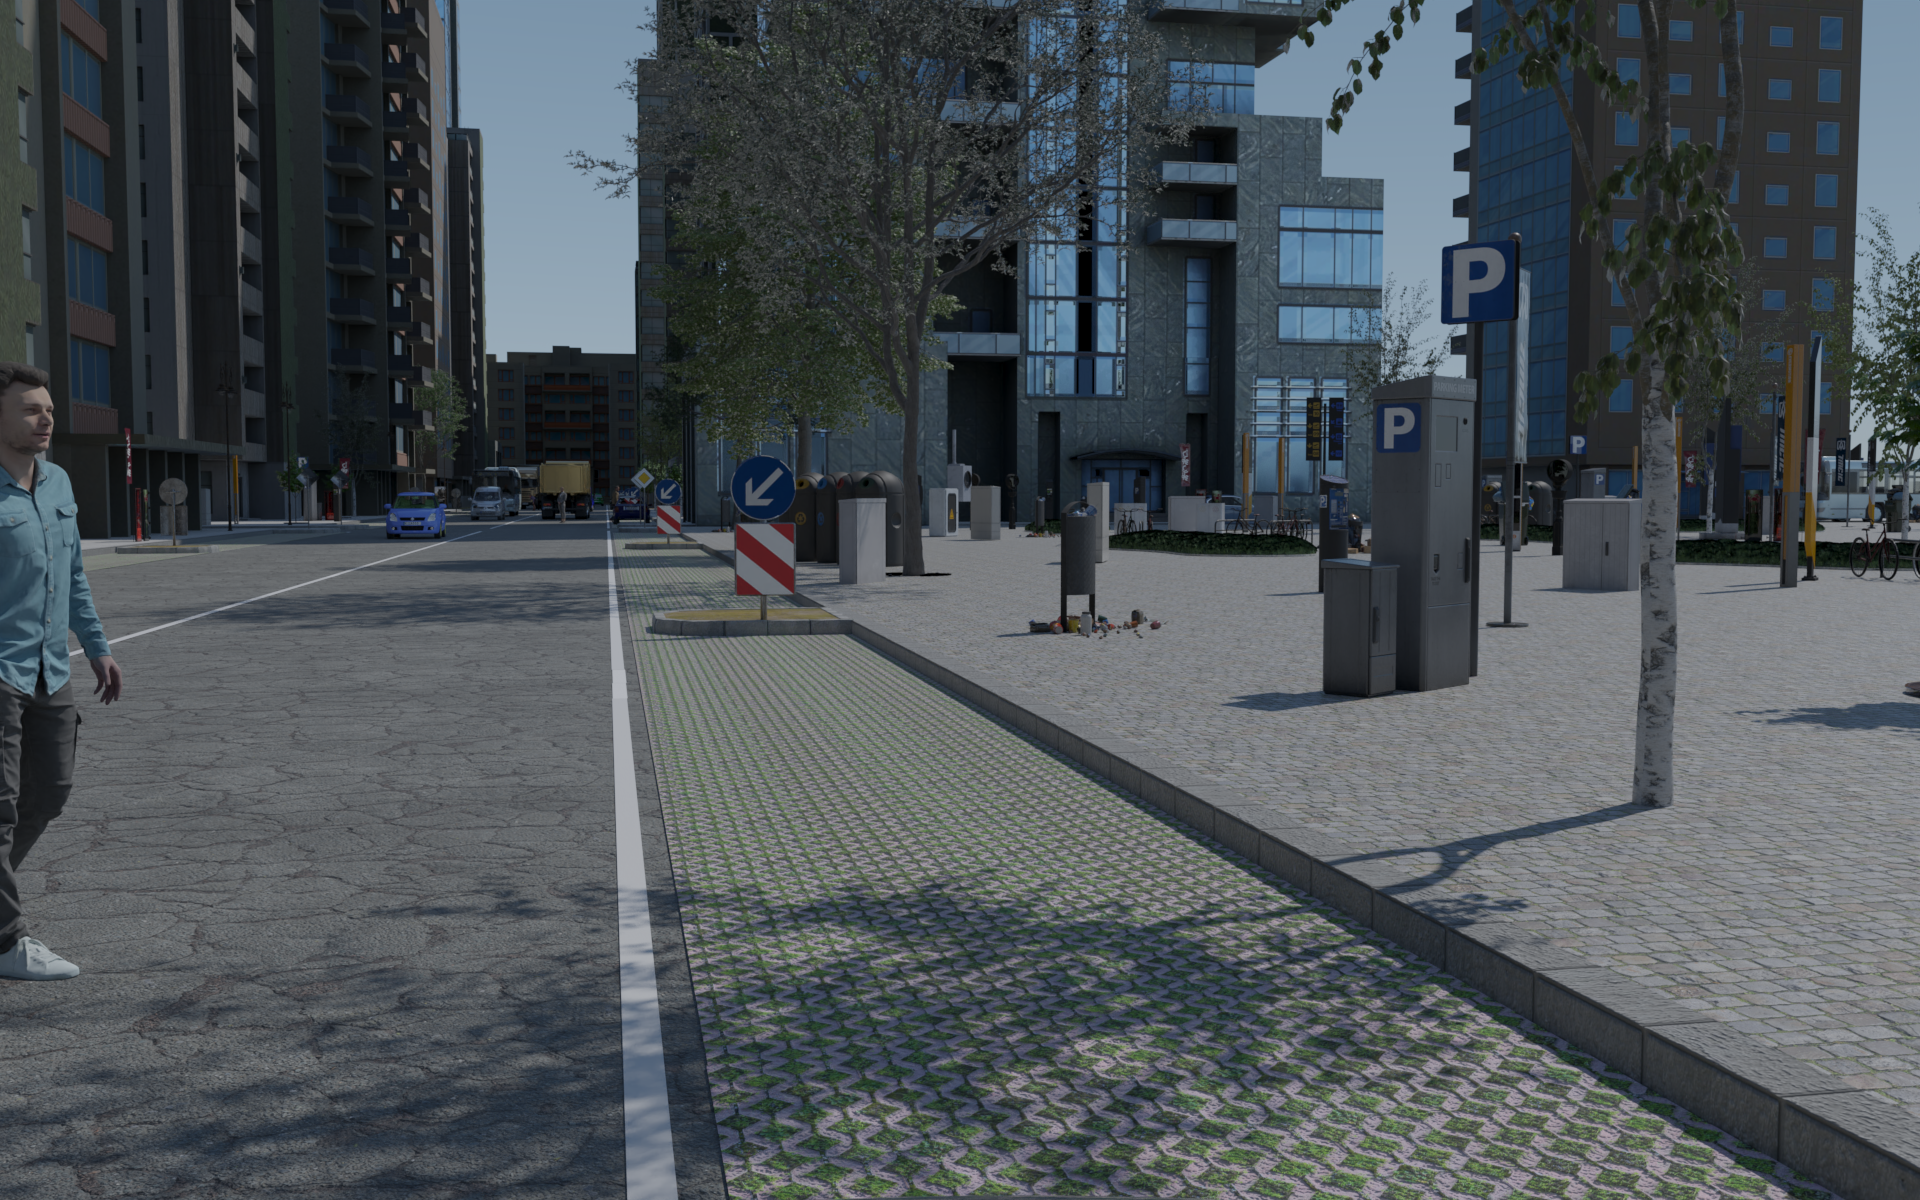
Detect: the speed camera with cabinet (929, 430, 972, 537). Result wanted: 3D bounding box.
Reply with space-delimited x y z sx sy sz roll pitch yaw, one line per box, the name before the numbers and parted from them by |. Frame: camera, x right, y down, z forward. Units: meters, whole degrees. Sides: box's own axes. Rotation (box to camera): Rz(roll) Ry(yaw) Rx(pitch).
speed camera with cabinet | -0.278 -3.565 52.616 0.660 3.252 2.038 1 4 23

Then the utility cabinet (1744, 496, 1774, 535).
utility cabinet | 25.508 -2.683 55.030 1.020 1.237 0.306 3 5 44

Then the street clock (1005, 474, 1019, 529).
street clock | 1.899 -3.571 62.963 0.471 2.002 0.358 -3 4 -38

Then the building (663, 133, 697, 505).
building | -17.274 -22.677 142.467 14.160 30.474 14.107 -1 4 -12

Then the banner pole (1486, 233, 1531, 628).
banner pole | 5.434 -1.644 16.896 0.401 3.779 0.863 2 4 31

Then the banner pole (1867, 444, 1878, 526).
banner pole | 36.483 -4.851 69.337 0.401 3.779 0.863 0 4 4

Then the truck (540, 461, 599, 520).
truck | -22.913 -6.424 100.962 3.469 3.379 9.791 -1 4 -10

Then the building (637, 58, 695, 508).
building | -23.940 -29.605 167.642 14.154 41.232 14.086 -1 4 -12

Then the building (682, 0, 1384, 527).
building | 2.150 -47.082 82.458 31.000 86.520 22.319 -1 4 -12

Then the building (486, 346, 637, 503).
building | -54.556 -24.260 241.686 28.899 21.520 27.650 -1 4 -12

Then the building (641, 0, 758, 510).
building | -23.737 -45.638 184.441 20.563 71.187 20.611 -1 4 -12

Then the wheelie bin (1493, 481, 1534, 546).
wheelie bin | 13.807 -2.166 43.316 0.980 1.594 0.693 0 4 5

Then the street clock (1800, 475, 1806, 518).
street clock | 31.429 -3.655 64.334 0.471 2.002 0.358 -2 4 -33

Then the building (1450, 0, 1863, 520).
building | 35.333 -26.857 89.215 14.200 45.320 14.600 -1 4 -12

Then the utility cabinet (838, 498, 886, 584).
utility cabinet | -1.414 -0.850 25.053 0.306 1.237 1.020 1 4 22

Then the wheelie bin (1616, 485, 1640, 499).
wheelie bin | 22.217 -3.037 57.571 0.693 1.594 0.980 0 4 -3

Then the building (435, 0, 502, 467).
building | -71.153 -54.497 203.694 31.000 86.520 22.319 -1 4 -12

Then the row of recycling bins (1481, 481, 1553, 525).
row of recycling bins | 18.366 -3.060 57.152 1.069 1.692 3.534 -1 4 -13

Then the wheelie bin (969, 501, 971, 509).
wheelie bin | 0.116 -5.518 98.122 0.693 1.594 0.980 -3 4 -36

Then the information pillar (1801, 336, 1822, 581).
information pillar | 12.580 -2.091 25.549 0.183 3.616 0.504 2 4 34

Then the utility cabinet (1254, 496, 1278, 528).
utility cabinet | 11.744 -3.385 66.510 0.306 1.237 1.020 -2 4 -35

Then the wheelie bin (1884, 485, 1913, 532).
wheelie bin | 31.583 -3.082 58.304 0.693 1.594 0.980 0 4 -7

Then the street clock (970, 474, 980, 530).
street clock | 0.460 -3.472 61.339 0.471 2.002 0.358 1 4 14

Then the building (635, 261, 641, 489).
building | -33.370 -27.188 216.226 14.160 30.474 14.107 -1 4 -12

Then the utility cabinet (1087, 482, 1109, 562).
utility cabinet | 2.587 -1.464 32.611 0.318 1.500 1.173 1 4 11

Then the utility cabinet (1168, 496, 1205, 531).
utility cabinet | 6.512 -2.363 49.797 1.020 1.237 0.306 0 4 -7

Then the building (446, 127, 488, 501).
building | -58.878 -30.785 186.935 14.154 41.232 14.086 -1 4 -12

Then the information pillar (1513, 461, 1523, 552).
information pillar | 12.391 -2.094 38.734 0.304 2.012 0.304 1 4 11

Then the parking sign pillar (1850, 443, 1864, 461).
parking sign pillar | 47.552 -6.363 92.501 1.447 3.967 1.447 -2 4 -26

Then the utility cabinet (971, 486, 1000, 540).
utility cabinet | 0.717 -2.419 48.223 0.318 1.500 1.173 -2 4 -29

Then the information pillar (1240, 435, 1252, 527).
information pillar | 11.318 -4.713 68.407 0.504 3.616 0.183 -2 4 -32

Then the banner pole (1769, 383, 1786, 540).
banner pole | 18.396 -2.992 38.938 0.401 3.779 0.863 0 4 -4

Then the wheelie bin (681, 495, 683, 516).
wheelie bin | -15.351 -5.510 97.991 0.693 1.594 0.980 0 4 4

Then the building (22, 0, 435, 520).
building | -46.216 -27.912 110.986 22.147 44.769 28.867 -1 4 -12

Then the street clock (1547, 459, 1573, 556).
street clock | 12.506 -1.932 36.165 0.471 2.002 0.358 3 5 44

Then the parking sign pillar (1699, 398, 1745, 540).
parking sign pillar | 21.829 -3.716 49.226 1.447 3.967 1.447 1 4 15

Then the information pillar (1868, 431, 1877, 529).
information pillar | 33.806 -4.453 64.164 0.183 3.616 0.504 1 4 12

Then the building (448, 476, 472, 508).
building | -64.366 -29.026 166.454 32.217 40.220 23.993 -1 4 -12

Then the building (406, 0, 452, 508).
building | -51.927 -30.536 149.377 14.600 45.320 14.200 -1 4 -12

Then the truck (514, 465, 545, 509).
truck | -41.754 -10.934 167.689 2.839 4.237 11.283 -1 4 -10

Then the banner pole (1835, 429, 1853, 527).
banner pole | 34.365 -4.730 67.351 0.401 3.779 0.863 -1 4 -21

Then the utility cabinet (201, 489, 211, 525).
utility cabinet | -31.225 -3.799 70.784 1.173 1.500 0.318 1 4 13

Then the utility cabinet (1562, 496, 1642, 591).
utility cabinet | 8.626 -0.743 23.316 0.306 1.237 1.020 -2 4 -34

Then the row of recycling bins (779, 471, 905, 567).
row of recycling bins | -2.090 -1.520 31.961 1.069 1.692 3.534 -2 4 -31
